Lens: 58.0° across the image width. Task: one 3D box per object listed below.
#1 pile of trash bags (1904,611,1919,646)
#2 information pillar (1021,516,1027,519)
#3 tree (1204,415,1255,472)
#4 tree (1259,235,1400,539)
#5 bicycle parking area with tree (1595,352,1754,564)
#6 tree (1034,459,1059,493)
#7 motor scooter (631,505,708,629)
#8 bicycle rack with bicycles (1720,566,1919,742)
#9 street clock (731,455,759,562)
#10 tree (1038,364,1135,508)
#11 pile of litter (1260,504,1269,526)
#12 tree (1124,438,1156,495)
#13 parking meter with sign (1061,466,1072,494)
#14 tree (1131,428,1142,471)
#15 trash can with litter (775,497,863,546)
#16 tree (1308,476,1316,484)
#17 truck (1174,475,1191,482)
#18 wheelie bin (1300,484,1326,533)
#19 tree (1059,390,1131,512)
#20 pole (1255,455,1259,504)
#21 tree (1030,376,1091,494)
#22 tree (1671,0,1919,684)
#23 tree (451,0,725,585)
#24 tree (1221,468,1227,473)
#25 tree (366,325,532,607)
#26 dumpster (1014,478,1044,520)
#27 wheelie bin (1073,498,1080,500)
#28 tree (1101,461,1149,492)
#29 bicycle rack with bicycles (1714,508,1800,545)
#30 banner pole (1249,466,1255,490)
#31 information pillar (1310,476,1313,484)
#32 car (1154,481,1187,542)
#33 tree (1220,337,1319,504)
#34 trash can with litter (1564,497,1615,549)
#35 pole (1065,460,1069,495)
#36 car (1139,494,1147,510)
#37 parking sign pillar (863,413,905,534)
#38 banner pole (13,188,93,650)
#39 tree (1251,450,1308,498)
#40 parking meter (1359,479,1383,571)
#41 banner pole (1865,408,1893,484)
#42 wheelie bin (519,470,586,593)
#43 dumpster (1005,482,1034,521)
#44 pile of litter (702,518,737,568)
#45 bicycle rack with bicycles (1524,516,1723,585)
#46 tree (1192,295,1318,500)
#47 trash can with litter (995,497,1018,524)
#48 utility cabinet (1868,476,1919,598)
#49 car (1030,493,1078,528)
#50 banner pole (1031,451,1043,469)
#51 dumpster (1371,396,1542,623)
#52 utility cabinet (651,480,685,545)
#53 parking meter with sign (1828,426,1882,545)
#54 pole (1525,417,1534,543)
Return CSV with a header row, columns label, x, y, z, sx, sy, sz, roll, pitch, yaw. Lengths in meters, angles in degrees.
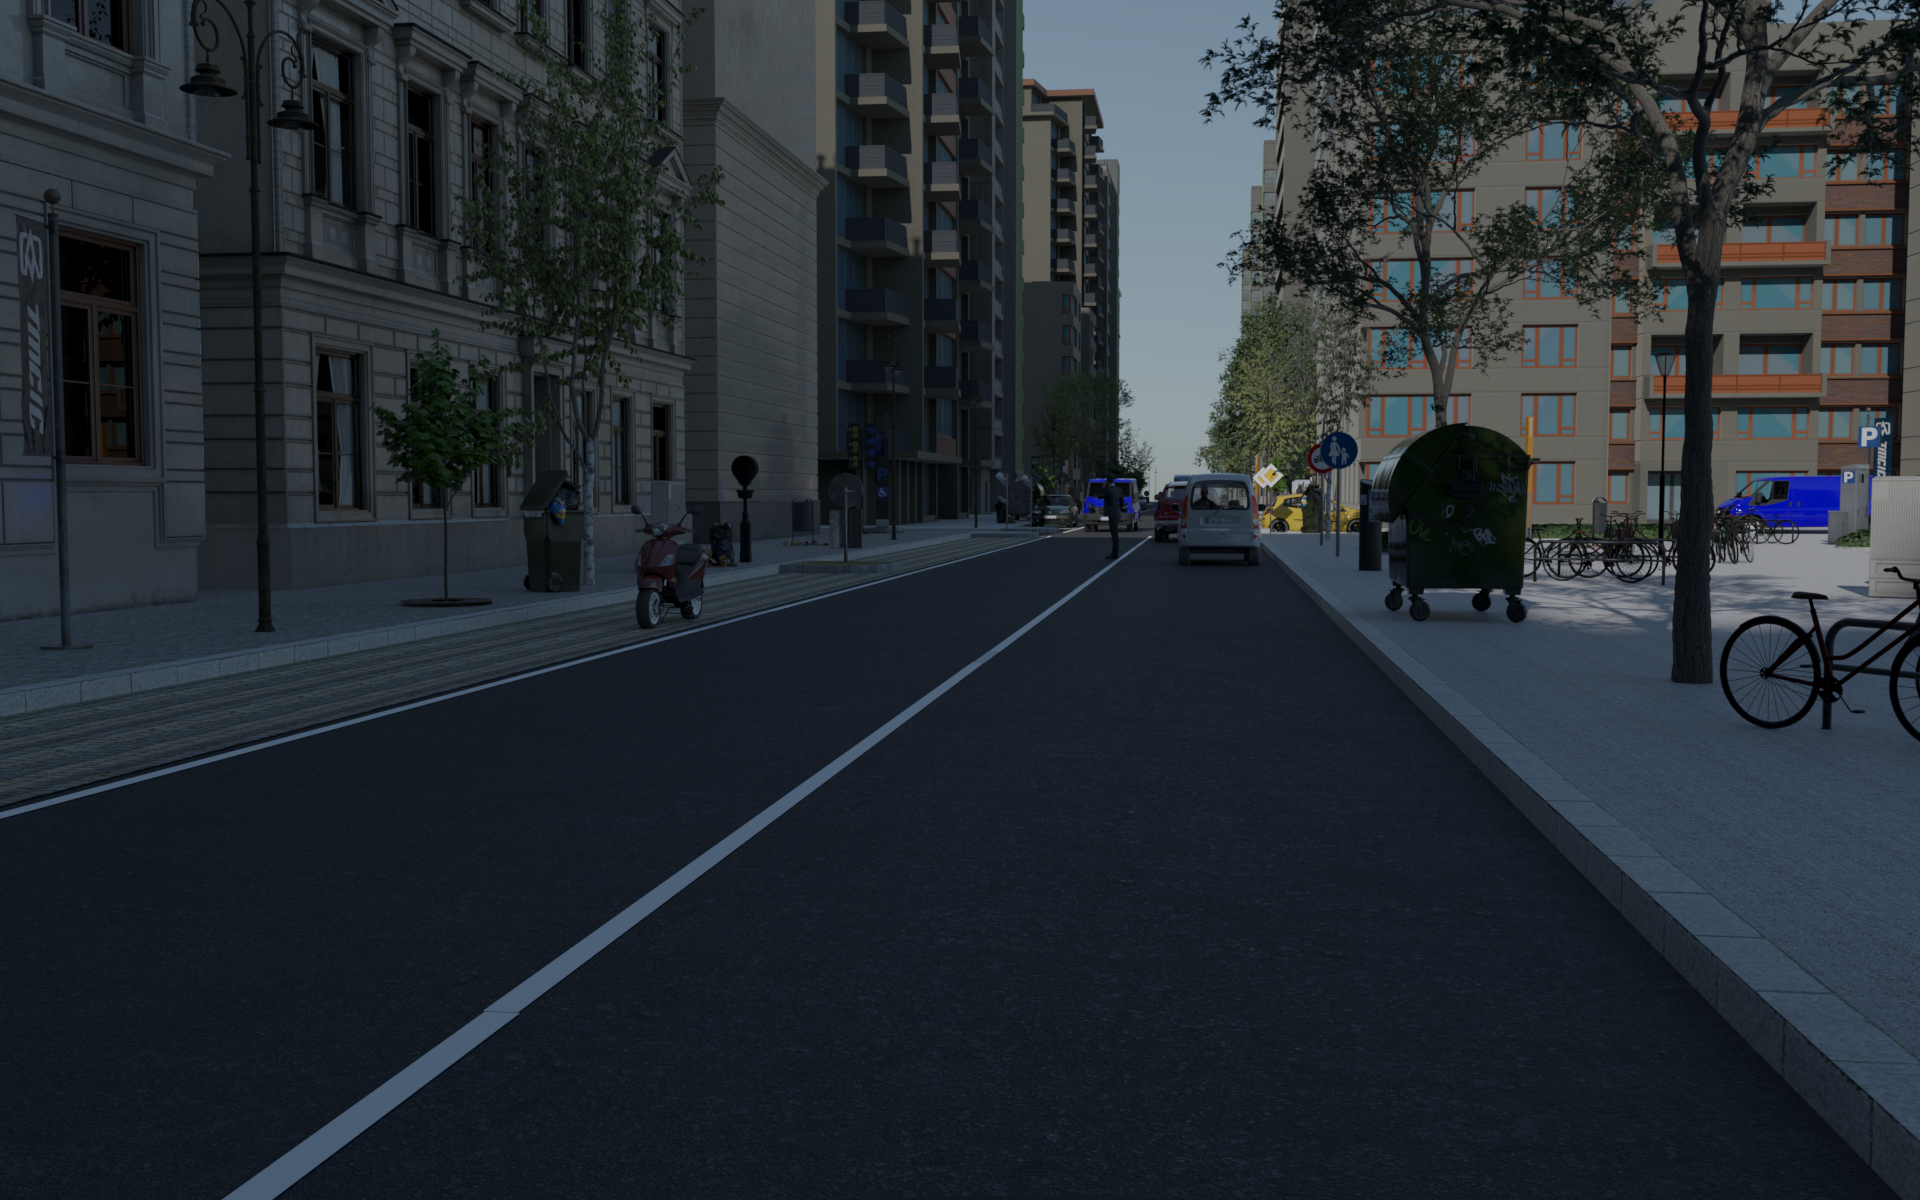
label,x,y,z,sx,sy,sz,roll,pitch,yaw
pile of trash bags,9.846,-0.304,14.728,3.447,1.369,1.912,-2,4,-28
information pillar,3.363,-5.288,90.954,0.304,2.012,0.304,1,4,14
tree,34.945,-18.089,221.516,9.928,11.665,9.643,0,3,0
tree,10.520,-6.056,49.375,4.360,8.622,3.978,0,3,0
bicycle parking area with tree,16.786,-2.898,34.389,8.231,4.147,9.016,2,4,33
tree,4.271,-6.051,93.540,1.663,3.219,1.824,0,3,0
motor scooter,-3.173,-0.385,19.064,0.815,1.314,1.986,1,4,9
bicycle rack with bicycles,5.842,0.281,8.796,2.852,0.926,2.925,-1,4,-23
street clock,-4.031,-1.708,32.502,0.471,2.002,0.358,0,4,8
tree,10.022,-12.949,137.472,9.928,11.665,9.643,0,3,0
pile of litter,12.494,-3.433,70.098,1.176,0.858,1.719,1,4,14
tree,23.743,-16.990,228.155,4.737,8.622,4.395,0,3,0
parking meter with sign,6.487,-6.646,104.926,0.543,3.016,1.738,0,4,-3
tree,16.776,-13.918,177.927,4.360,8.622,3.978,0,3,0
trash can with litter,-3.527,-1.969,43.249,2.233,1.210,1.678,-1,4,-9
tree,20.936,-6.783,105.504,1.663,3.219,1.824,0,3,0
truck,31.438,-15.552,244.031,2.967,4.110,18.799,0,4,8
wheelie bin,11.588,-2.984,56.692,0.693,1.594,0.980,3,5,43
tree,8.776,-10.402,120.437,4.360,8.622,3.978,0,3,0
pole,15.455,-5.889,90.135,0.158,3.312,0.155,0,3,0
tree,6.147,-9.682,108.666,4.737,8.622,4.395,0,3,0
tree,4.686,-4.707,11.365,7.601,10.594,8.767,-2,4,-29
tree,-5.304,-4.534,24.494,4.737,8.622,4.395,0,3,0
tree,40.219,-18.856,258.650,4.360,8.622,3.978,0,3,0
tree,-6.089,-1.557,20.059,1.663,3.219,1.824,0,3,0
dumpster,3.266,-4.994,84.142,1.502,2.255,1.985,1,4,8
wheelie bin,8.481,-7.314,127.492,0.693,1.594,0.980,1,4,8
tree,15.219,-11.232,167.362,4.285,4.588,4.351,0,3,0
bicycle rack with bicycles,20.447,-1.937,45.058,2.852,0.926,2.925,-2,4,-35
banner pole,21.265,-8.321,126.065,0.863,3.779,0.401,1,4,9
information pillar,17.440,-5.785,85.937,0.183,3.616,0.504,1,4,17
car,7.089,-2.734,53.369,2.281,1.827,5.304,1,4,9
tree,14.826,-8.050,81.975,4.737,8.622,4.395,0,3,0
trash can with litter,14.917,-1.847,41.251,2.233,1.210,1.678,-3,4,-38
pole,6.392,-6.707,103.507,0.158,3.312,0.155,0,3,0
car,15.819,-8.776,155.489,2.014,1.417,4.499,0,4,6
parking sign pillar,-2.549,-4.181,56.835,1.447,3.967,1.447,0,4,-2
banner pole,-7.426,-1.471,14.071,0.401,3.779,0.863,0,4,-3
tree,13.932,-4.995,76.273,1.663,3.219,1.824,0,3,0
parking meter,6.872,-1.258,28.985,0.372,1.533,0.369,0,3,0
banner pole,26.476,-3.674,50.090,0.863,3.779,0.401,2,4,31
wheelie bin,-5.360,-0.914,22.846,0.693,1.594,0.980,-3,5,-44
dumpster,2.808,-4.663,81.994,1.264,1.857,1.865,1,4,8
pile of litter,-4.506,-1.035,30.884,1.176,0.858,1.719,0,4,5
bicycle rack with bicycles,9.513,-0.757,25.757,2.925,0.926,2.852,2,4,31
tree,18.079,-11.114,98.726,9.611,12.733,9.660,0,3,0
trash can with litter,2.053,-3.938,75.779,1.055,1.170,0.624,3,4,37
utility cabinet,11.782,-0.761,21.129,1.173,1.500,0.318,2,4,35
car,4.048,-3.914,73.784,2.009,1.686,4.222,1,4,9
banner pole,4.548,-6.774,100.766,0.863,3.779,0.401,0,4,8
dumpster,5.142,-0.953,18.079,1.502,2.255,1.985,1,4,8
utility cabinet,-4.804,-1.220,28.620,0.318,1.500,1.173,0,4,4
parking meter with sign,22.727,-2.924,44.067,1.738,3.016,0.543,-3,4,-38
pole,14.992,-3.170,45.680,0.158,3.312,0.155,0,3,0
